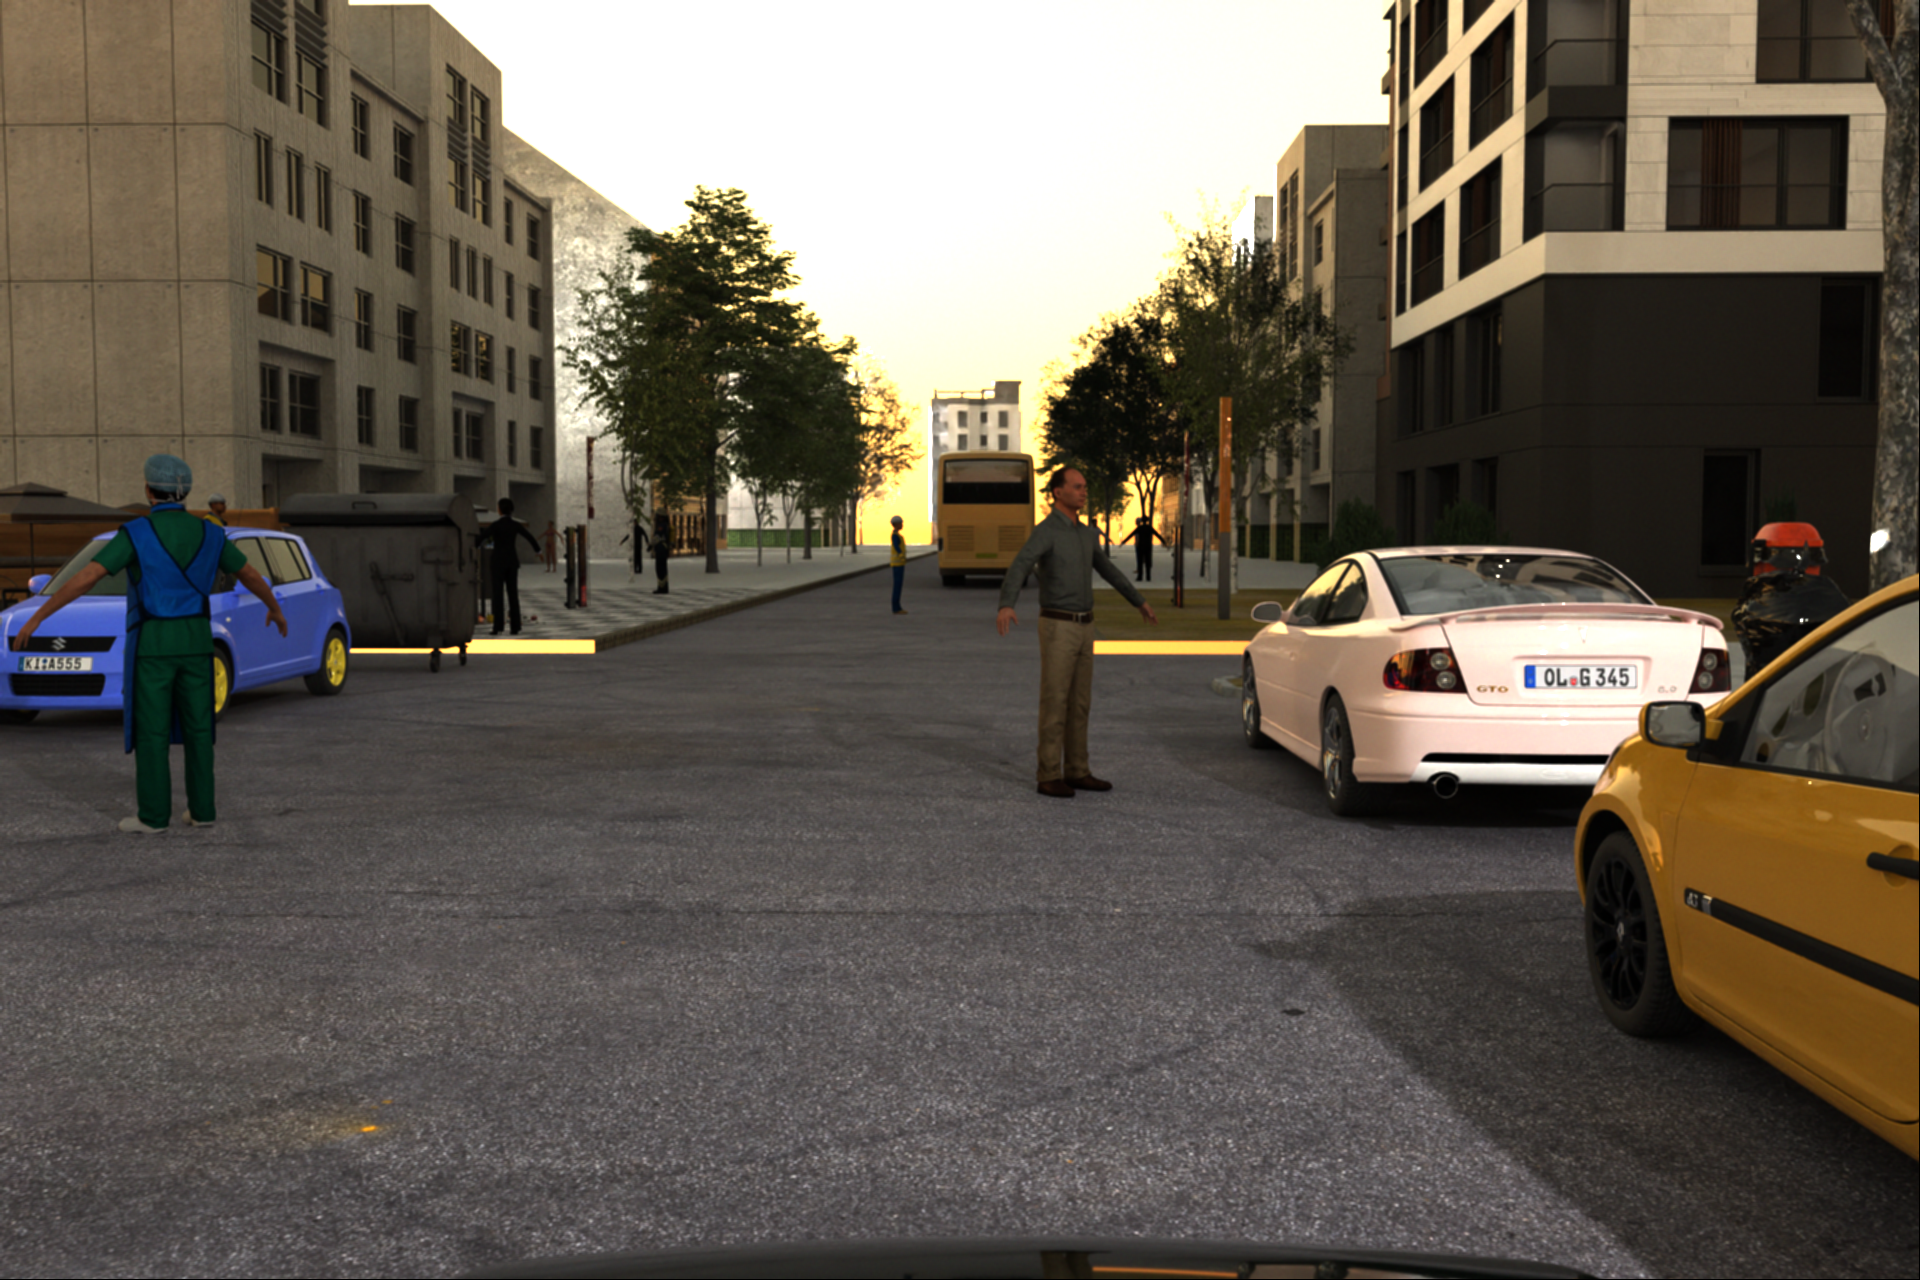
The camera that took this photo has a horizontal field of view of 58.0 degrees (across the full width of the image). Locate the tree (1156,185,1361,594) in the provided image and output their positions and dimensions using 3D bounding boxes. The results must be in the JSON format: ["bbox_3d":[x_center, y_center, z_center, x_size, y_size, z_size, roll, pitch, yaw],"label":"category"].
[{"bbox_3d":[5.824,-5.315,37.257,4.360,8.622,3.978,0,3,0],"label":"tree"}]

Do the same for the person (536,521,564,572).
[{"bbox_3d":[-13.839,-3.154,58.364,1.217,1.733,0.721,1,4,23],"label":"person"}]

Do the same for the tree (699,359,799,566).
[{"bbox_3d":[-7.821,-7.259,69.052,4.360,8.622,3.978,0,3,0],"label":"tree"}]

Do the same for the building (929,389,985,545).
[{"bbox_3d":[-3.379,-21.907,217.054,11.380,20.090,16.016,0,4,-3],"label":"building"}]

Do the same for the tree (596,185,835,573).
[{"bbox_3d":[-7.969,-8.465,56.529,7.486,12.596,7.792,0,3,0],"label":"tree"}]

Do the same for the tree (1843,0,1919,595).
[{"bbox_3d":[7.676,-9.842,16.808,12.611,20.169,13.585,0,3,0],"label":"tree"}]

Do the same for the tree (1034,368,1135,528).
[{"bbox_3d":[8.807,-12.275,118.820,7.486,12.596,7.792,0,3,0],"label":"tree"}]

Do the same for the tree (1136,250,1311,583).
[{"bbox_3d":[6.744,-5.811,45.369,4.737,8.622,4.395,0,3,0],"label":"tree"}]

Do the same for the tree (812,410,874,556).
[{"bbox_3d":[-6.721,-9.074,98.714,4.360,8.622,3.978,0,3,0],"label":"tree"}]

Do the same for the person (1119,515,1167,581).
[{"bbox_3d":[5.017,-2.510,47.227,1.347,1.806,0.705,-1,4,-10],"label":"person"}]

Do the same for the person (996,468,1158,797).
[{"bbox_3d":[0.612,-0.052,9.573,0.705,1.796,1.348,3,5,42],"label":"person"}]

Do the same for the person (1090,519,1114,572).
[{"bbox_3d":[4.604,-3.228,58.965,1.347,1.806,0.705,-1,4,-22],"label":"person"}]

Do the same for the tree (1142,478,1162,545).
[{"bbox_3d":[24.803,-15.976,211.568,4.360,8.622,3.978,0,3,0],"label":"tree"}]

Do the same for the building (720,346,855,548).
[{"bbox_3d":[-20.862,-19.143,179.439,16.747,18.905,31.486,0,4,2],"label":"building"}]

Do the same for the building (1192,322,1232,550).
[{"bbox_3d":[25.149,-17.860,148.432,16.016,20.090,11.380,0,4,1],"label":"building"}]

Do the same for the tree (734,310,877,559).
[{"bbox_3d":[-7.979,-10.418,88.461,7.486,12.596,7.792,0,3,0],"label":"tree"}]

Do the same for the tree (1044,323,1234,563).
[{"bbox_3d":[8.121,-8.638,75.646,8.767,10.594,7.601,0,4,-7],"label":"tree"}]

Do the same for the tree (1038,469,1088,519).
[{"bbox_3d":[13.276,-17.241,216.307,7.601,10.594,8.767,0,4,3],"label":"tree"}]

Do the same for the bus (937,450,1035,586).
[{"bbox_3d":[0.697,-3.615,50.646,2.896,3.916,12.252,0,4,0],"label":"bus"}]

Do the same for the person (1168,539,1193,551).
[{"bbox_3d":[6.656,-2.645,52.505,0.599,1.433,0.991,-3,5,-41],"label":"person"}]

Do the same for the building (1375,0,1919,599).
[{"bbox_3d":[25.955,-12.578,49.618,27.936,21.610,32.646,0,4,2],"label":"building"}]

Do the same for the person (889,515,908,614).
[{"bbox_3d":[-1.037,-1.358,31.120,0.721,1.772,1.216,0,4,-2],"label":"person"}]

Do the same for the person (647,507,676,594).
[{"bbox_3d":[-6.416,-1.915,37.086,0.705,1.856,1.354,0,4,5],"label":"person"}]

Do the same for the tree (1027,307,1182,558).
[{"bbox_3d":[8.045,-11.188,93.290,12.009,13.543,11.850,0,3,0],"label":"tree"}]

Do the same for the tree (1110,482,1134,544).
[{"bbox_3d":[19.997,-16.322,217.221,4.737,8.622,4.395,0,3,0],"label":"tree"}]

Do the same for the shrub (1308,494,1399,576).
[{"bbox_3d":[7.330,-1.696,32.148,1.690,2.028,1.600,0,3,0],"label":"shrub"}]

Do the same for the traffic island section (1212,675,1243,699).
[{"bbox_3d":[3.321,0.439,15.694,1.991,0.108,1.994,0,4,2],"label":"traffic island section"}]

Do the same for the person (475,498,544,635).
[{"bbox_3d":[-5.832,-0.938,22.054,1.216,1.740,0.721,-3,5,-44],"label":"person"}]

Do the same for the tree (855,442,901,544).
[{"bbox_3d":[-12.396,-18.599,214.458,12.009,13.543,11.850,0,3,0],"label":"tree"}]

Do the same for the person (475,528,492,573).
[{"bbox_3d":[-15.716,-3.080,56.300,1.347,1.837,0.705,1,4,21],"label":"person"}]

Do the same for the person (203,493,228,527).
[{"bbox_3d":[-10.014,-1.069,23.444,0.705,1.833,1.349,0,4,1],"label":"person"}]

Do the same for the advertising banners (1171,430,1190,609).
[{"bbox_3d":[3.845,-2.081,30.215,0.090,3.025,2.074,0,4,1],"label":"advertising banners"}]

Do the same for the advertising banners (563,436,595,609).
[{"bbox_3d":[-6.653,-2.093,30.413,0.090,3.025,2.074,0,4,2],"label":"advertising banners"}]

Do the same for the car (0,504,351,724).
[{"bbox_3d":[-6.409,-0.279,14.146,1.945,1.707,3.694,0,4,1],"label":"car"}]

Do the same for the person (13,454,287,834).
[{"bbox_3d":[-3.841,0.012,8.388,0.704,1.817,1.347,3,4,38],"label":"person"}]

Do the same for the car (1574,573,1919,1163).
[{"bbox_3d":[2.708,0.394,3.782,2.015,1.641,3.980,0,4,1],"label":"car"}]

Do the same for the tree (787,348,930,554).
[{"bbox_3d":[-6.891,-12.436,113.703,12.009,13.543,11.850,0,3,0],"label":"tree"}]

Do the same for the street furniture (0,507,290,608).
[{"bbox_3d":[-13.951,-1.498,31.340,11.010,1.723,9.812,2,4,30],"label":"street furniture"}]

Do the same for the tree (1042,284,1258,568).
[{"bbox_3d":[7.145,-8.030,65.698,8.767,10.594,7.601,1,4,10],"label":"tree"}]

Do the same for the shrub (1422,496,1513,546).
[{"bbox_3d":[9.791,-1.776,33.463,1.690,2.028,1.600,0,3,0],"label":"shrub"}]

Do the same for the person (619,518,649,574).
[{"bbox_3d":[-10.537,-3.065,56.332,0.704,1.802,1.346,2,4,32],"label":"person"}]

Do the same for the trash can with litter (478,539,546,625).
[{"bbox_3d":[-6.728,-0.883,25.496,1.678,1.210,2.233,0,4,1],"label":"trash can with litter"}]

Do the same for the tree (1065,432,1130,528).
[{"bbox_3d":[8.529,-9.685,108.715,4.737,8.622,4.395,0,3,0],"label":"tree"}]

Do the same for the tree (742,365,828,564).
[{"bbox_3d":[-7.425,-7.590,74.457,4.737,8.622,4.395,0,3,0],"label":"tree"}]

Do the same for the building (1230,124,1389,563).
[{"bbox_3d":[23.472,-13.267,83.377,16.747,18.905,31.486,0,4,2],"label":"building"}]

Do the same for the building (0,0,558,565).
[{"bbox_3d":[-26.017,-11.739,58.385,16.747,18.905,31.486,0,4,1],"label":"building"}]

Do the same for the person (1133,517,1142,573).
[{"bbox_3d":[5.870,-3.136,57.129,0.705,1.847,1.347,0,4,5],"label":"person"}]

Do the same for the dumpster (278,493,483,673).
[{"bbox_3d":[-6.129,-0.620,18.345,1.865,1.857,1.264,0,4,1],"label":"dumpster"}]

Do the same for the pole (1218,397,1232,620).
[{"bbox_3d":[3.961,-1.961,25.904,0.158,3.312,0.155,0,3,0],"label":"pole"}]

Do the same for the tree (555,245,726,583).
[{"bbox_3d":[-8.399,-5.807,45.315,4.737,8.622,4.395,0,3,0],"label":"tree"}]

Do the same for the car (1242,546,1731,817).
[{"bbox_3d":[2.835,0.135,10.156,2.083,1.381,4.827,0,4,1],"label":"car"}]

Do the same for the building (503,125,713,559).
[{"bbox_3d":[-24.632,-16.285,97.184,19.493,23.208,18.063,0,4,2],"label":"building"}]

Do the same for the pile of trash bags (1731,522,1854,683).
[{"bbox_3d":[6.220,-0.125,11.799,1.912,1.369,3.447,0,4,1],"label":"pile of trash bags"}]

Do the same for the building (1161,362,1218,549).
[{"bbox_3d":[28.791,-20.130,160.054,19.493,23.208,18.063,0,4,2],"label":"building"}]

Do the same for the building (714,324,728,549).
[{"bbox_3d":[-25.665,-17.312,139.468,16.016,20.090,11.380,0,4,1],"label":"building"}]

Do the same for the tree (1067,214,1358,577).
[{"bbox_3d":[7.322,-7.166,51.584,8.767,10.594,7.601,0,4,6],"label":"tree"}]
